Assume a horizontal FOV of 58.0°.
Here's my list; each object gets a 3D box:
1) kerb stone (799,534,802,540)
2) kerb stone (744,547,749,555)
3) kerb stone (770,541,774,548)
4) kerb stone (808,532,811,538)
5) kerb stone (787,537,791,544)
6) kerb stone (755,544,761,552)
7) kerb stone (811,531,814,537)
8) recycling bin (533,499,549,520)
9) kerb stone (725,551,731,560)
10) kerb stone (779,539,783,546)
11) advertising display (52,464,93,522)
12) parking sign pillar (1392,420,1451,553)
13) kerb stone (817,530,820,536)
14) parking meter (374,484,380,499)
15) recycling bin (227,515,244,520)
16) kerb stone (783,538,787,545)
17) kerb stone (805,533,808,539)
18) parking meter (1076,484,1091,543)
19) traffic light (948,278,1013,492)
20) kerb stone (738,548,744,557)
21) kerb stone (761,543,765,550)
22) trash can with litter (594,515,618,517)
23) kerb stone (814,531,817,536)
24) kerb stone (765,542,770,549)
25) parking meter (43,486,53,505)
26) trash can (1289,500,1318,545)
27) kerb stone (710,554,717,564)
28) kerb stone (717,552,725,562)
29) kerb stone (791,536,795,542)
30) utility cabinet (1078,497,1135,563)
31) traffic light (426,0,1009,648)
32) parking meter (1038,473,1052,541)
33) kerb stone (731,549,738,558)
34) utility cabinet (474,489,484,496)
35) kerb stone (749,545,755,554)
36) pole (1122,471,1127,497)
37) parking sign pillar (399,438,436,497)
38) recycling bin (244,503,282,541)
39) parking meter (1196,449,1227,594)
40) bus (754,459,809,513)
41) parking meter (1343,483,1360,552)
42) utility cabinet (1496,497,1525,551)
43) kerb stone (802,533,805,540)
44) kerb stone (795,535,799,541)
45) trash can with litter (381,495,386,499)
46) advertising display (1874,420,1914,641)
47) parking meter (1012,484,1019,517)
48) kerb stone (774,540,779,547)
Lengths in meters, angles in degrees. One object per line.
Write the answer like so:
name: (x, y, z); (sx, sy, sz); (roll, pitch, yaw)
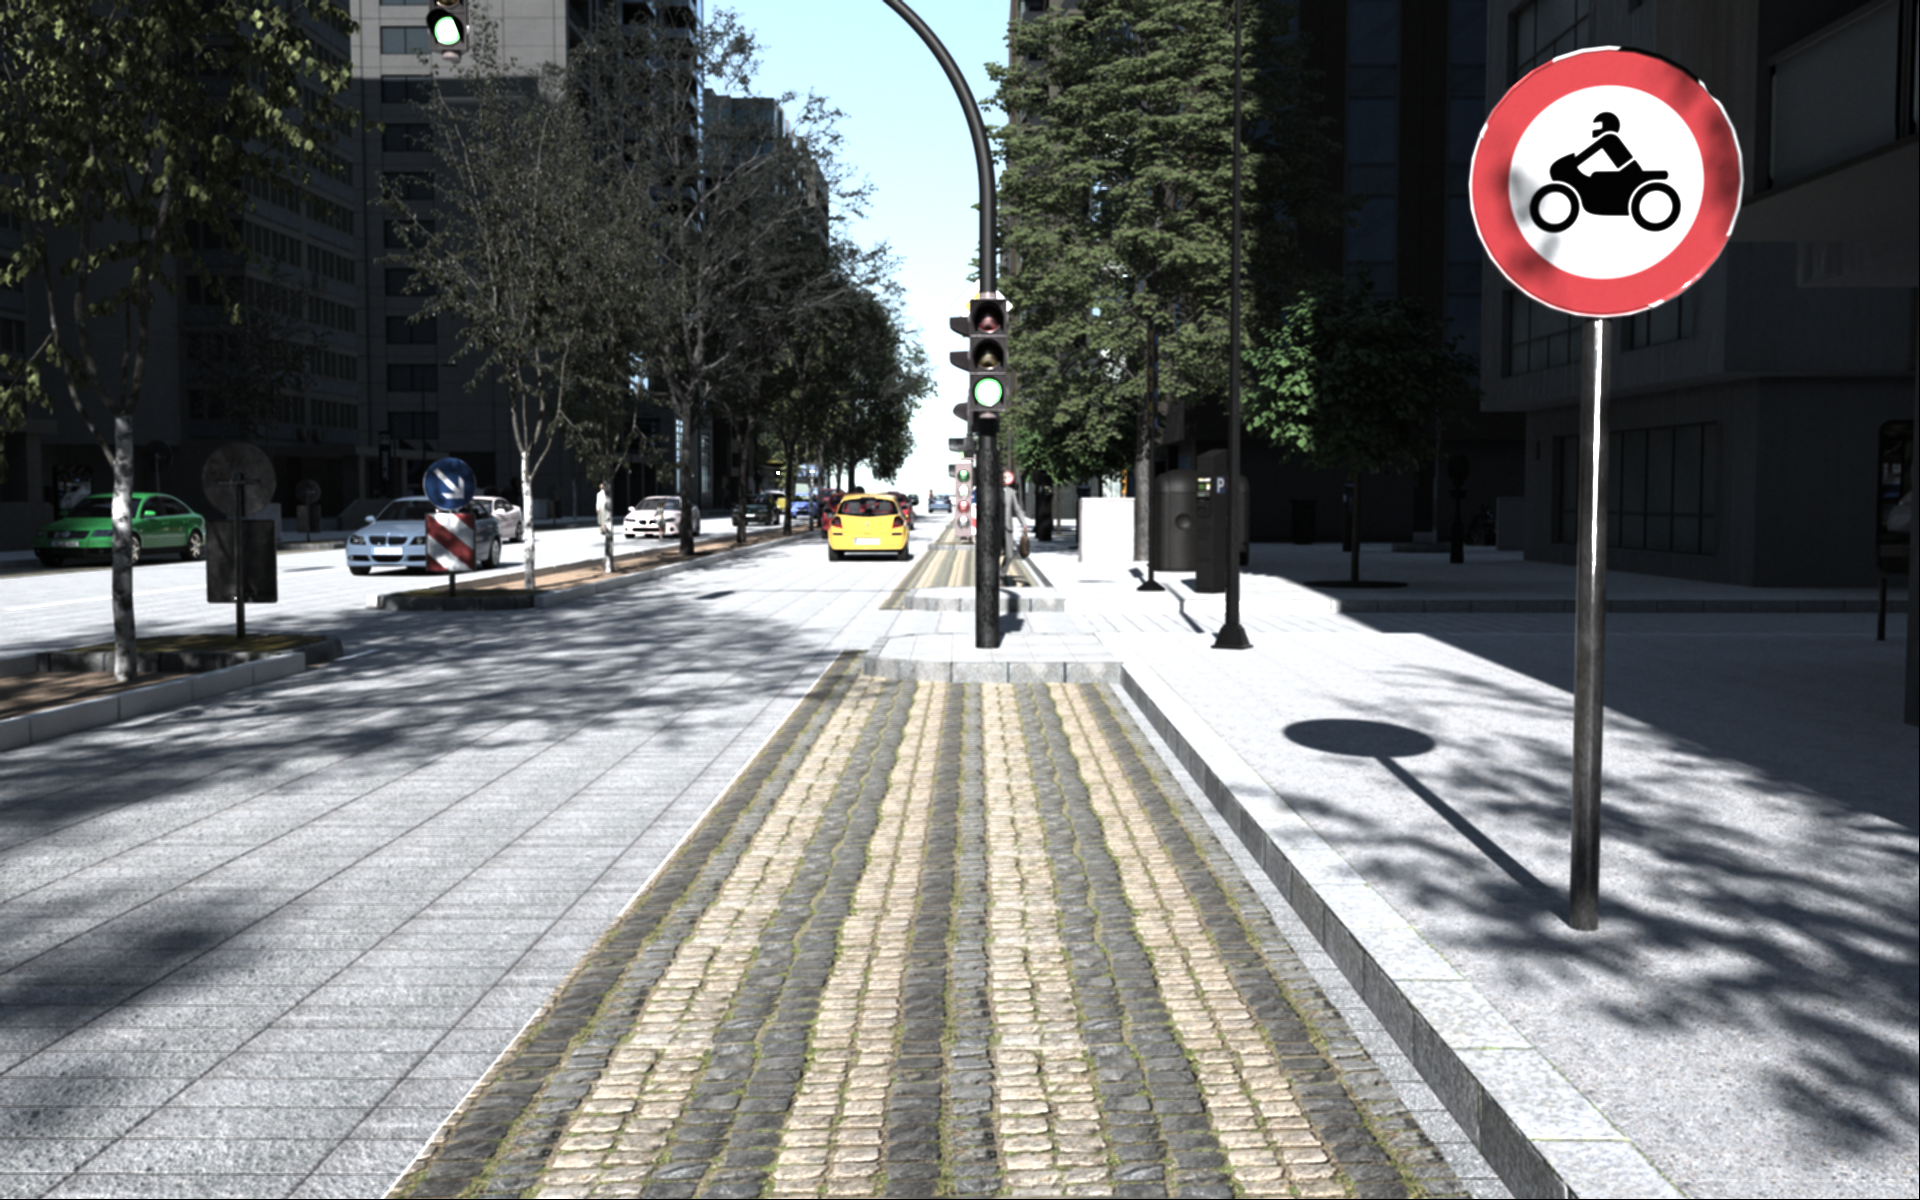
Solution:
kerb stone: (-5.030, -1.882, 53.005); (0.120, 0.150, 1.000); (0, 4, 0)
kerb stone: (-5.136, -1.131, 40.701); (0.120, 0.150, 1.000); (0, 4, 0)
kerb stone: (-5.094, -1.445, 45.824); (0.120, 0.150, 1.000); (0, 4, 0)
kerb stone: (-5.004, -2.073, 56.081); (0.120, 0.150, 1.000); (0, 4, 0)
kerb stone: (-5.054, -1.696, 49.930); (0.120, 0.150, 1.000); (0, 4, 0)
kerb stone: (-5.108, -1.255, 42.748); (0.120, 0.150, 1.000); (0, 4, 0)
kerb stone: (-4.996, -2.135, 57.107); (0.120, 0.150, 1.000); (0, 4, 0)
recycling bin: (-21.250, -4.588, 87.567); (0.722, 1.027, 0.722); (3, 4, 36)
kerb stone: (-5.153, -0.941, 37.617); (0.120, 0.150, 1.000); (0, 4, 0)
kerb stone: (-5.071, -1.571, 47.876); (0.120, 0.150, 1.000); (0, 4, 0)
advertising display: (-19.177, -1.973, 37.474); (0.123, 1.923, 0.974); (1, 4, 18)
parking sign pillar: (10.328, -3.051, 38.351); (1.447, 3.967, 1.447); (1, 4, 20)
kerb stone: (-4.976, -2.261, 59.158); (0.120, 0.150, 1.000); (0, 4, 0)
parking meter: (-32.801, -5.610, 97.433); (0.255, 1.863, 0.399); (-2, 4, -29)
recycling bin: (-22.647, -2.576, 54.679); (0.722, 1.027, 0.722); (0, 3, 0)
kerb stone: (-5.059, -1.628, 48.909); (0.120, 0.150, 1.000); (0, 4, 0)
kerb stone: (-5.011, -2.010, 55.056); (0.120, 0.150, 1.000); (0, 4, 0)
parking meter: (3.224, -2.254, 45.271); (0.372, 1.533, 0.369); (0, 3, 0)
traffic light: (0.271, -2.046, 22.378); (0.839, 4.253, 0.868); (0, 4, 0)
kerb stone: (-5.138, -1.068, 39.671); (0.120, 0.150, 1.000); (0, 4, 0)
kerb stone: (-5.105, -1.320, 43.772); (0.120, 0.150, 1.000); (0, 4, 0)
trash can with litter: (-19.946, -5.247, 96.847); (1.678, 1.210, 2.233); (1, 4, 11)
kerb stone: (-4.985, -2.198, 58.136); (0.120, 0.150, 1.000); (0, 4, 0)
kerb stone: (-5.098, -1.382, 44.794); (0.120, 0.150, 1.000); (0, 4, 0)
parking meter: (-28.518, -2.805, 54.276); (0.372, 1.533, 0.369); (0, 3, 0)
trash can: (8.748, -1.985, 44.109); (0.748, 1.137, 0.748); (0, 3, 0)
kerb stone: (-5.172, -0.817, 35.561); (0.120, 0.150, 1.000); (0, 4, 0)
kerb stone: (-5.160, -0.877, 36.590); (0.120, 0.150, 1.000); (0, 4, 0)
kerb stone: (-5.049, -1.756, 50.954); (0.120, 0.150, 1.000); (0, 4, 0)
utility cabinet: (2.749, -1.305, 32.504); (1.020, 1.237, 0.306); (0, 4, -7)
traffic light: (-1.889, -2.422, 14.269); (4.771, 5.953, 1.251); (0, 4, 0)
parking meter: (2.321, -2.544, 47.301); (0.255, 1.863, 0.399); (-2, 4, -23)
kerb stone: (-5.143, -1.006, 38.647); (0.120, 0.150, 1.000); (0, 4, 0)
utility cabinet: (-26.159, -5.236, 94.290); (0.318, 1.500, 1.173); (-3, 4, -37)
kerb stone: (-5.122, -1.188, 41.723); (0.120, 0.150, 1.000); (0, 4, 0)
pole: (6.222, -4.384, 65.514); (0.158, 3.312, 0.155); (0, 3, 0)
parking sign pillar: (-26.294, -5.787, 83.094); (1.447, 3.967, 1.447); (0, 4, 7)
recycling bin: (-19.144, -2.148, 47.674); (0.722, 1.027, 0.722); (-3, 4, -36)
parking meter: (3.255, -1.023, 22.440); (0.255, 1.863, 0.399); (3, 5, 41)
bus: (-12.729, -8.175, 125.210); (2.896, 3.916, 12.252); (0, 4, 0)
parking meter: (8.741, -1.850, 38.655); (0.372, 1.533, 0.369); (0, 3, 0)
utility cabinet: (12.720, -1.722, 39.309); (1.020, 1.237, 0.306); (0, 4, 4)
kerb stone: (-5.009, -1.942, 54.034); (0.120, 0.150, 1.000); (0, 4, 0)
kerb stone: (-5.033, -1.822, 51.983); (0.120, 0.150, 1.000); (0, 4, 0)
trash can with litter: (-30.219, -4.914, 91.395); (1.678, 1.210, 2.233); (0, 4, -3)
advertising display: (8.404, -0.590, 14.861); (0.974, 1.923, 0.123); (3, 5, 42)
parking meter: (3.081, -5.524, 96.035); (0.255, 1.863, 0.399); (2, 4, 25)
kerb stone: (-5.076, -1.508, 46.850); (0.120, 0.150, 1.000); (0, 4, 0)
